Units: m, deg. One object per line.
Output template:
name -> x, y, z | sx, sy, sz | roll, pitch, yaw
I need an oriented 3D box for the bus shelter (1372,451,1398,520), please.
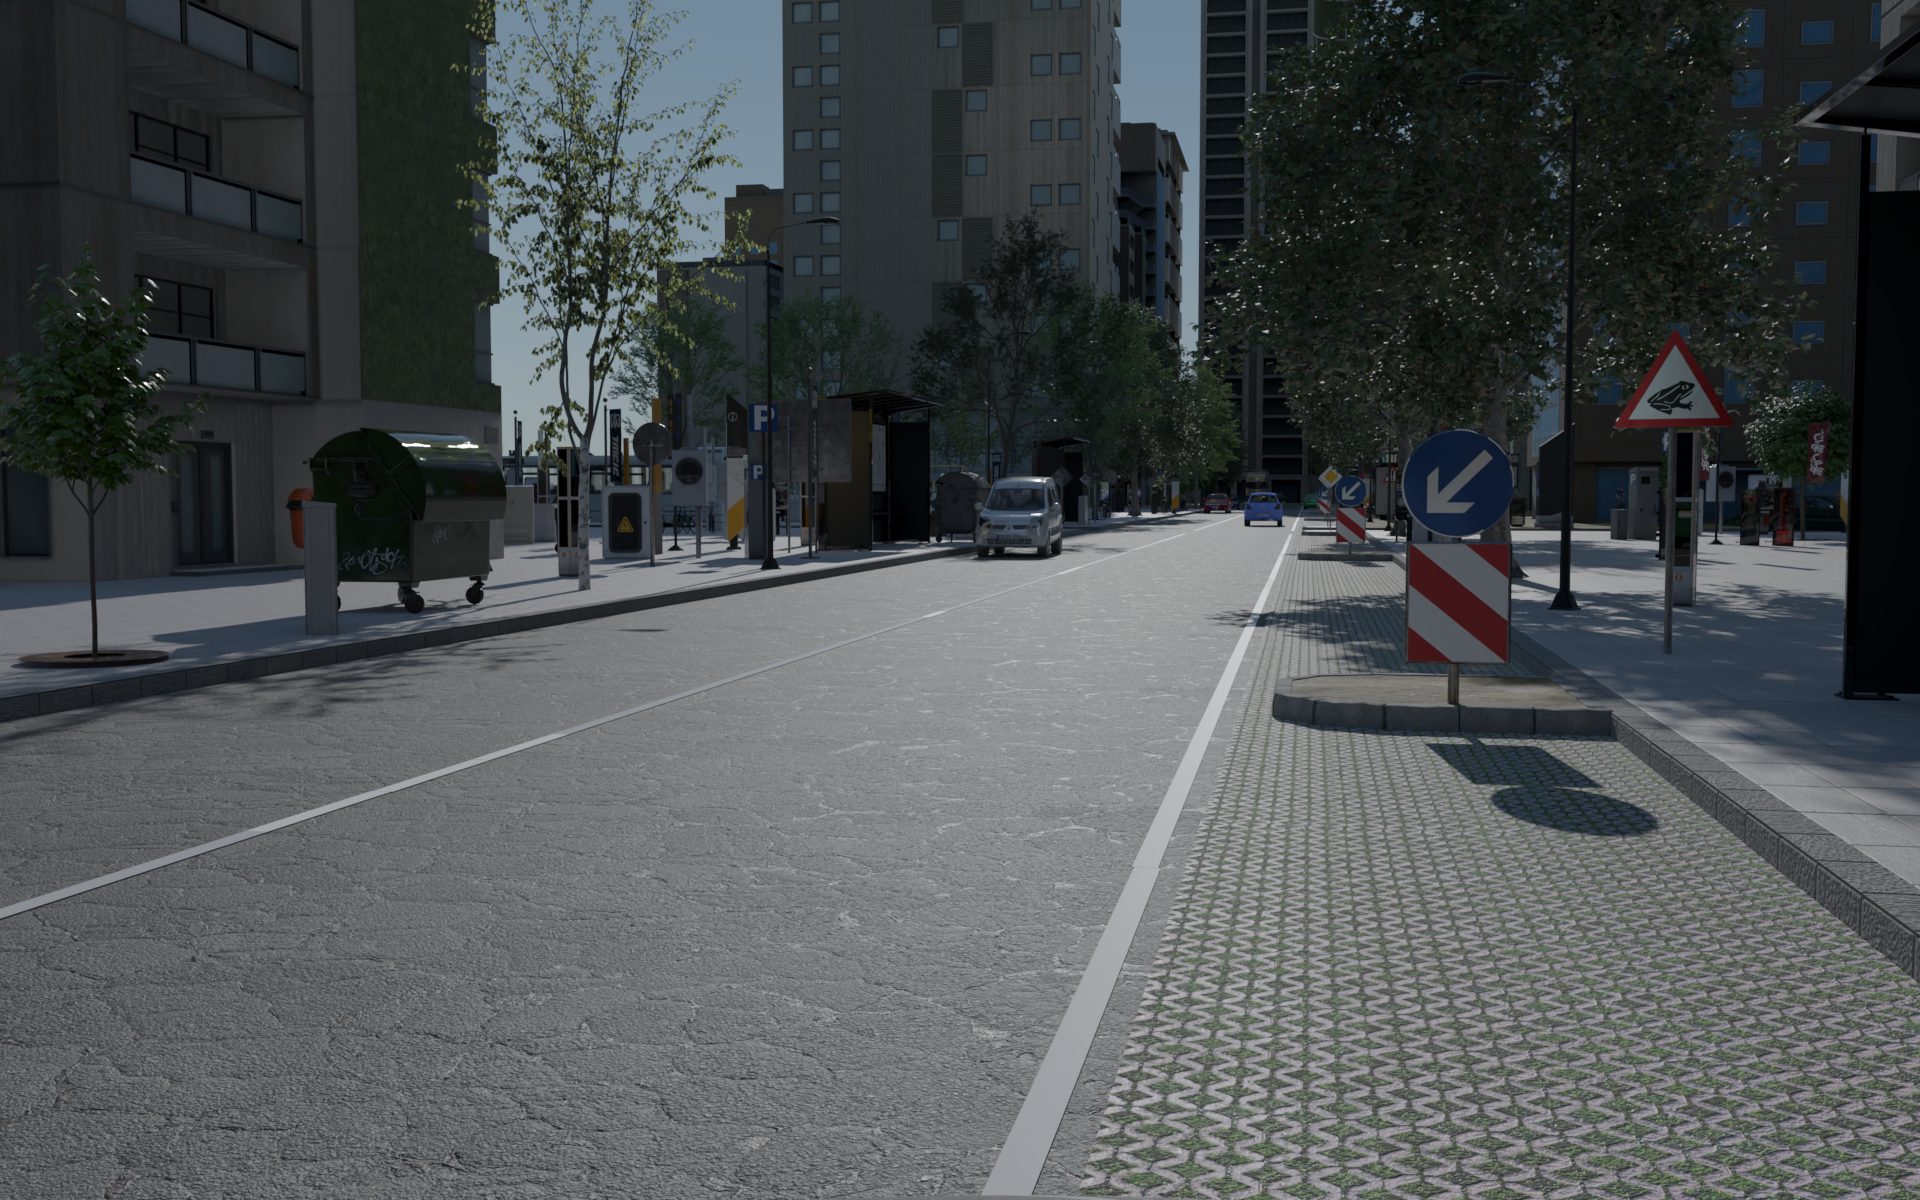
bus shelter -> 20.910, -5.479, 83.500 | 2.014, 3.302, 5.546 | 1, 4, 11

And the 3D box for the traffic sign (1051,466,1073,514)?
traffic sign -> 3.634, -3.562, 61.873 | 0.795, 2.450, 0.064 | 1, 4, 11

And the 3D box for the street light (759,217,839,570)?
street light -> -2.711, -3.472, 29.300 | 1.470, 5.913, 1.316 | 1, 4, 11

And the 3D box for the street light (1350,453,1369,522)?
street light -> 14.258, -5.329, 59.675 | 1.470, 5.913, 1.316 | 1, 4, 11

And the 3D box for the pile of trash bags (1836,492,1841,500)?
pile of trash bags -> 36.005, -3.599, 68.595 | 3.447, 1.369, 1.912 | -2, 4, -24

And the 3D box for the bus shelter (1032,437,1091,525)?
bus shelter -> 4.376, -5.066, 74.108 | 1.731, 3.624, 6.357 | 1, 4, 11

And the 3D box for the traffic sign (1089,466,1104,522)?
traffic sign -> 6.121, -4.794, 78.494 | 0.768, 2.556, 0.104 | 1, 4, 18

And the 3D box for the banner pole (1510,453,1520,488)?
banner pole -> 29.844, -6.345, 93.752 | 0.863, 3.779, 0.401 | 1, 4, 11

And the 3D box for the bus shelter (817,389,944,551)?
bus shelter -> -1.864, -3.101, 41.991 | 1.731, 3.624, 6.357 | 1, 4, 12

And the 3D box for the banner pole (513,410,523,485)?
banner pole -> -13.224, -3.785, 51.901 | 0.401, 3.779, 0.863 | 0, 4, 3

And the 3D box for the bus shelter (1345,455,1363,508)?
bus shelter -> 31.008, -9.623, 134.974 | 2.179, 5.291, 8.768 | 1, 4, 11

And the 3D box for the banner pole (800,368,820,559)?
banner pole -> -2.941, -2.729, 34.635 | 0.401, 3.779, 0.863 | 1, 4, 10

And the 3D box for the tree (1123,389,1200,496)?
tree -> 14.231, -10.298, 118.736 | 4.360, 8.622, 3.978 | 0, 3, 0

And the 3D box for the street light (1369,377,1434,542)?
street light -> 10.196, -4.093, 39.467 | 1.470, 5.913, 1.316 | 1, 4, 11

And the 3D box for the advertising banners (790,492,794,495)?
advertising banners -> -13.433, -8.406, 133.620 | 0.090, 3.025, 2.074 | 2, 4, 35

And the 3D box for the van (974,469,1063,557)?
van -> 1.424, -2.058, 40.666 | 2.013, 2.044, 4.112 | 1, 4, 9

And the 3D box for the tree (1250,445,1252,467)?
tree -> 27.435, -16.468, 187.380 | 7.486, 12.596, 7.792 | 0, 3, 0

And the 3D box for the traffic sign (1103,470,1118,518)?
traffic sign -> 8.052, -5.672, 92.839 | 0.768, 2.556, 0.104 | 1, 4, 12

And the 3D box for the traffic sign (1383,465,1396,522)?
traffic sign -> 19.518, -4.782, 78.195 | 0.884, 2.594, 0.081 | 1, 4, 20

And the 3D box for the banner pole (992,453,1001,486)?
banner pole -> 1.775, -6.227, 91.834 | 0.863, 3.779, 0.401 | 1, 4, 14

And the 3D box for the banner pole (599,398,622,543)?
banner pole -> -9.014, -3.353, 44.846 | 0.863, 3.779, 0.401 | 3, 5, 39

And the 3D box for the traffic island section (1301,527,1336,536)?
traffic island section -> 12.865, -2.312, 60.080 | 2.009, 0.180, 2.903 | 1, 4, 11

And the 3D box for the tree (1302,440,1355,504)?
tree -> 46.500, -18.263, 216.721 | 7.486, 12.596, 7.792 | 0, 3, 0

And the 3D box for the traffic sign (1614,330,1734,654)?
traffic sign -> 5.686, -0.847, 13.846 | 0.884, 2.594, 0.081 | 1, 4, 17

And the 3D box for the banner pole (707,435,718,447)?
banner pole -> -10.551, -5.139, 74.038 | 0.863, 3.779, 0.401 | 3, 5, 42

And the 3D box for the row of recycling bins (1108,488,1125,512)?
row of recycling bins -> 10.925, -7.191, 124.690 | 1.069, 1.692, 3.534 | 2, 4, 26

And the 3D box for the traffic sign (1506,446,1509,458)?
traffic sign -> 12.262, -2.438, 39.969 | 0.768, 2.556, 0.104 | 1, 4, 19

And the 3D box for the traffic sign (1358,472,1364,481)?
traffic sign -> 22.671, -5.925, 96.980 | 0.768, 2.556, 0.104 | 1, 4, 13

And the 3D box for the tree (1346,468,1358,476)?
tree -> 29.006, -8.158, 127.981 | 1.663, 3.219, 1.824 | 0, 3, 0

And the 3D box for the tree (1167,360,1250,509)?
tree -> 20.088, -13.966, 146.478 | 7.486, 12.596, 7.792 | 0, 3, 0

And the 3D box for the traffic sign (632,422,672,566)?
traffic sign -> -5.456, -1.868, 30.650 | 0.768, 2.556, 0.104 | 1, 4, 16

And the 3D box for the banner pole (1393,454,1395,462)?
banner pole -> 25.257, -6.737, 100.175 | 0.863, 3.779, 0.401 | -1, 4, -22

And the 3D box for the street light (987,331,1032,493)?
street light -> 1.346, -4.708, 49.509 | 1.470, 5.913, 1.316 | 1, 4, 11

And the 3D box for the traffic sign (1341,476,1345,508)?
traffic sign -> 27.236, -7.494, 122.630 | 0.768, 2.556, 0.104 | 1, 4, 16

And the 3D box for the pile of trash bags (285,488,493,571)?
pile of trash bags -> -9.234, -1.093, 27.621 | 1.912, 1.369, 3.447 | 2, 4, 28

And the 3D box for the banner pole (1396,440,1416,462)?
banner pole -> 15.248, -4.200, 58.683 | 0.401, 3.779, 0.863 | -1, 4, -21

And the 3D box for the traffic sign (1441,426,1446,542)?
traffic sign -> 9.326, -2.043, 33.399 | 0.884, 2.594, 0.081 | 1, 4, 20

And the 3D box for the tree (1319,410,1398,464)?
tree -> 26.036, -10.804, 111.058 | 7.601, 10.594, 8.767 | 2, 4, 26

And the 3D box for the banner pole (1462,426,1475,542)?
banner pole -> 13.676, -3.463, 46.634 | 0.863, 3.779, 0.401 | -1, 4, -19

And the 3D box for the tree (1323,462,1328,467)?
tree -> 24.321, -9.366, 103.494 | 4.737, 8.622, 4.395 | 0, 3, 0

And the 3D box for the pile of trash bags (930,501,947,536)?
pile of trash bags -> -0.024, -2.703, 53.943 | 1.912, 1.369, 3.447 | 1, 4, 12

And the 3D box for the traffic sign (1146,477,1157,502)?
traffic sign -> 14.292, -7.905, 129.347 | 0.768, 2.556, 0.104 | 1, 4, 13

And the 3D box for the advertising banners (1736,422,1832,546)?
advertising banners -> 20.338, -2.850, 42.781 | 2.074, 3.025, 0.090 | 2, 4, 30

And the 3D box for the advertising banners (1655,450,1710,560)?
advertising banners -> 14.353, -2.327, 34.234 | 2.074, 3.025, 0.090 | -3, 5, -39

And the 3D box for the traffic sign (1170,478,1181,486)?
traffic sign -> 15.462, -7.611, 124.547 | 0.768, 2.556, 0.104 | 1, 4, 13

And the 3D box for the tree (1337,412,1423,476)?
tree -> 19.012, -7.535, 73.553 | 4.360, 8.622, 3.978 | 0, 3, 0

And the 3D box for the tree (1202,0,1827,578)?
tree -> 8.179, -6.699, 26.530 | 9.611, 12.733, 9.660 | 0, 3, 0

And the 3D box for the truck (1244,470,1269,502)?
truck -> 35.183, -13.221, 205.070 | 2.839, 4.237, 11.283 | 1, 4, 11

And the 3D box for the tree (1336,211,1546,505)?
tree -> 12.268, -5.648, 42.709 | 4.737, 8.622, 4.395 | 0, 3, 0

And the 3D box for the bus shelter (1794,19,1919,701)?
bus shelter -> 5.432, -1.006, 7.726 | 1.731, 3.624, 6.357 | 1, 4, 11

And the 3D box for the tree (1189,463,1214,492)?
tree -> 21.756, -10.770, 159.797 | 4.285, 4.588, 4.351 | 0, 3, 0

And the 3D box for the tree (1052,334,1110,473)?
tree -> 10.180, -11.287, 101.557 | 9.611, 12.733, 9.660 | 0, 3, 0

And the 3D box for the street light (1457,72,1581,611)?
street light -> 6.180, -2.851, 19.163 | 1.470, 5.913, 1.316 | 1, 4, 11

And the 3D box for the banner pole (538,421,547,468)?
banner pole -> -14.267, -4.237, 59.285 | 0.401, 3.779, 0.863 | -3, 4, -38

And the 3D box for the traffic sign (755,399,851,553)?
traffic sign -> -3.402, -2.661, 37.380 | 2.265, 3.308, 0.079 | 1, 4, 20
